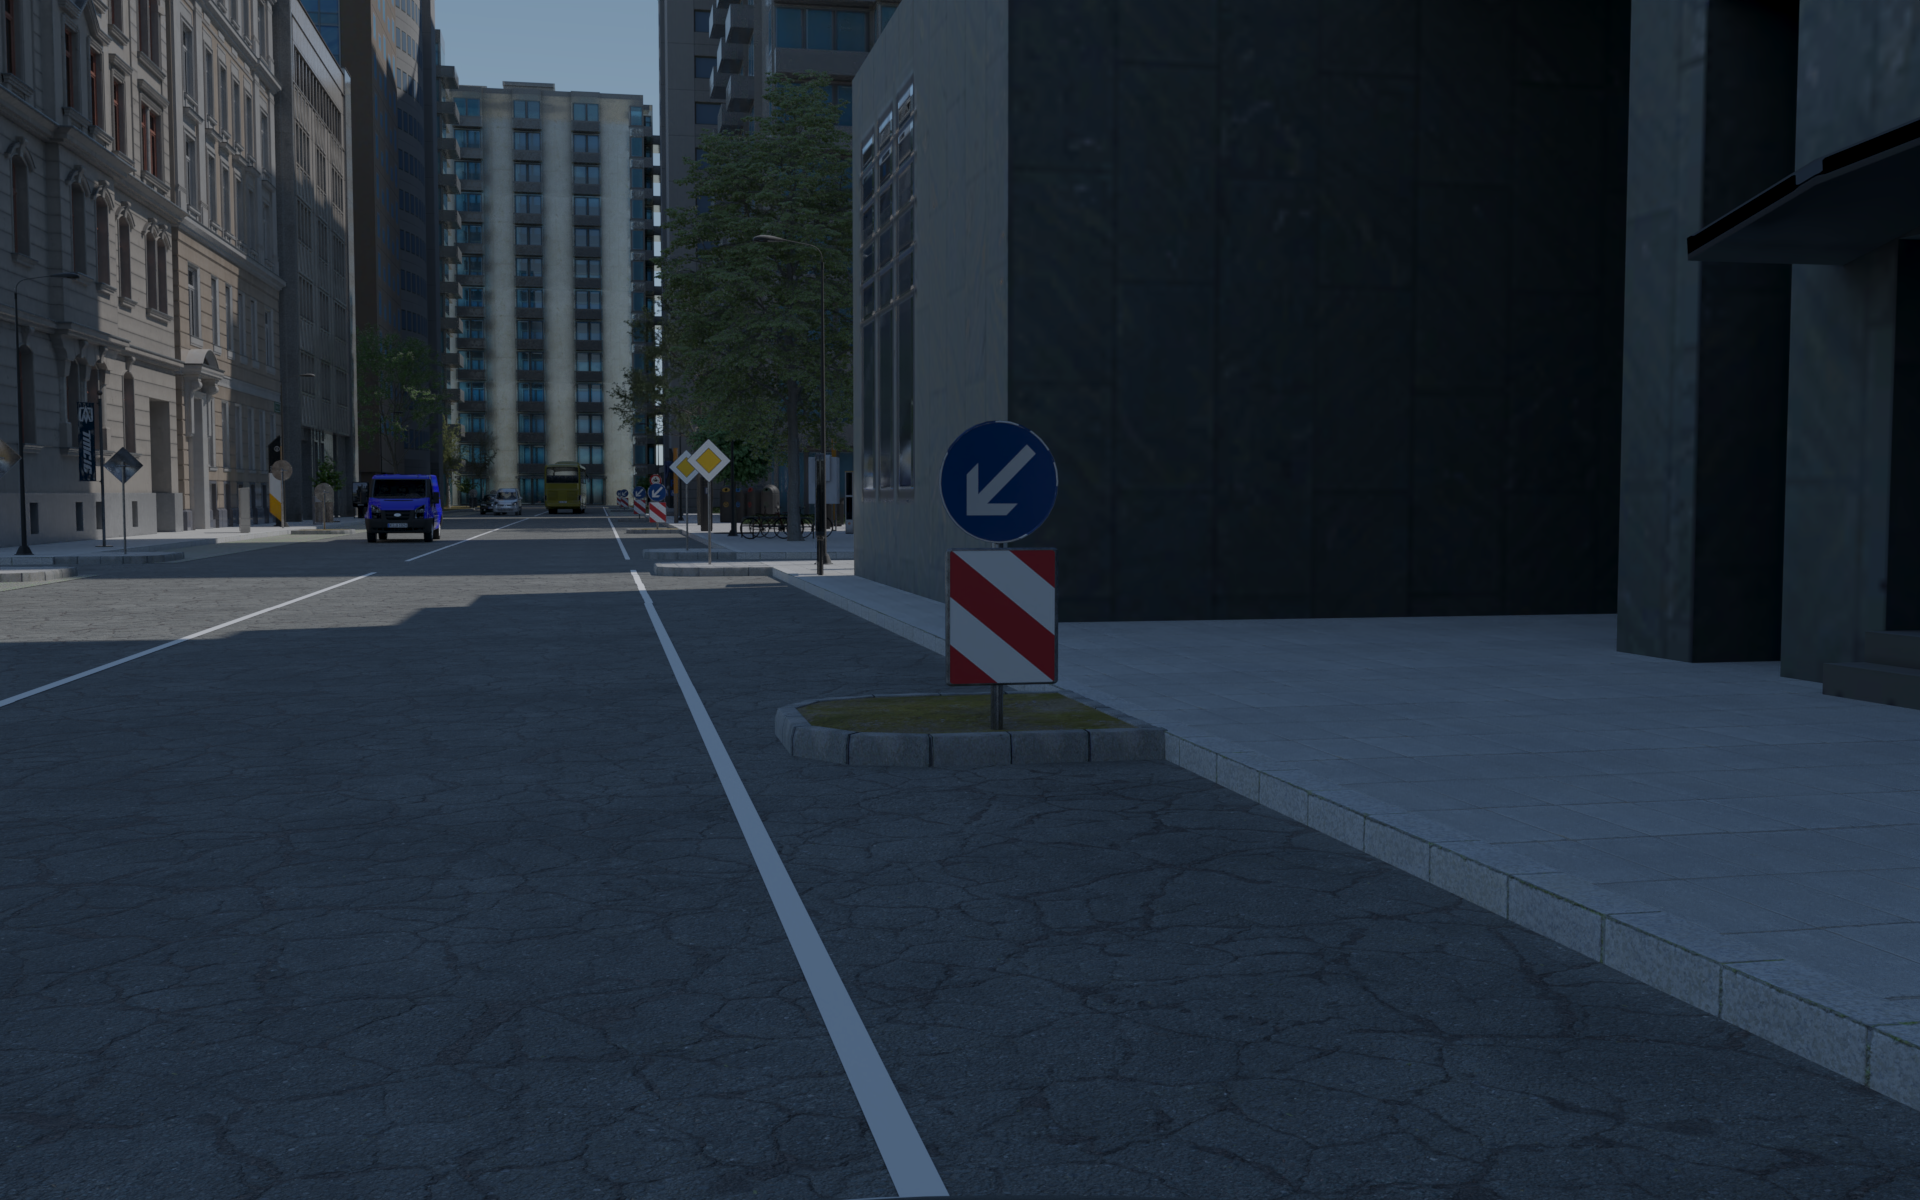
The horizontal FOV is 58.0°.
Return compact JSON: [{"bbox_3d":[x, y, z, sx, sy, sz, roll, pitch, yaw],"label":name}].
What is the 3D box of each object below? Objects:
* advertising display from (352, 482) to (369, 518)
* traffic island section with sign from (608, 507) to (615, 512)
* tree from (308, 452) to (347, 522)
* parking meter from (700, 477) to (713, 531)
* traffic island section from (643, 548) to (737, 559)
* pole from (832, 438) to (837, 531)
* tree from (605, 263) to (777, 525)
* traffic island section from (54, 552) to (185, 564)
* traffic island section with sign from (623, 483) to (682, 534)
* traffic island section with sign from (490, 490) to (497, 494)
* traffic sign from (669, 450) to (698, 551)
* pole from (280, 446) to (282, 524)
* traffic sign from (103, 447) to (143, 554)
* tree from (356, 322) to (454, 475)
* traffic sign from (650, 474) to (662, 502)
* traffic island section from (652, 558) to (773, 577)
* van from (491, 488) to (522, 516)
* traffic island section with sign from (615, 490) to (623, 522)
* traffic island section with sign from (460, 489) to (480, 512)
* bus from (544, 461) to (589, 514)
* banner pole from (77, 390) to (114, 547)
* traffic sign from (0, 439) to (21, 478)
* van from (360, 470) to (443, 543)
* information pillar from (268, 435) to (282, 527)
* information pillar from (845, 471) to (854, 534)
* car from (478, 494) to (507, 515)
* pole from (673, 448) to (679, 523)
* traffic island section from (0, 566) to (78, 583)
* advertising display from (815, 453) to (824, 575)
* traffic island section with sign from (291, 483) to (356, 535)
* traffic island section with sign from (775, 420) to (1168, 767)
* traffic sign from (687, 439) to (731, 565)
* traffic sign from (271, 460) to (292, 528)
[{"bbox_3d":[-31.496,-5.250,91.053,0.974,1.923,0.123,1,4,17],"label":"advertising display"},{"bbox_3d":[-27.035,-7.970,138.940,1.989,1.847,2.006,-1,4,-12],"label":"traffic island section with sign"},{"bbox_3d":[-28.875,-5.146,78.744,1.663,3.219,1.824,0,3,0],"label":"tree"},{"bbox_3d":[-8.705,-3.292,59.538,0.399,1.863,0.255,-2,4,-32],"label":"parking meter"},{"bbox_3d":[-6.171,-1.043,39.338,2.009,0.180,2.903,-1,4,-12],"label":"traffic island section"},{"bbox_3d":[-4.351,-4.039,59.878,0.158,3.312,0.155,0,3,0],"label":"pole"},{"bbox_3d":[-10.966,-8.340,70.777,7.601,10.594,8.767,-3,4,-37],"label":"tree"},{"bbox_3d":[-17.811,-0.895,36.914,2.009,0.180,2.903,-1,4,-12],"label":"traffic island section"},{"bbox_3d":[-11.214,-3.351,63.417,1.989,1.847,2.006,-1,4,-12],"label":"traffic island section with sign"},{"bbox_3d":[-44.152,-9.516,164.212,1.989,1.847,2.006,-1,4,-12],"label":"traffic island section with sign"},{"bbox_3d":[-6.192,-2.178,39.256,0.795,2.450,0.064,-1,4,-12],"label":"traffic sign"},{"bbox_3d":[-28.767,-4.865,73.385,0.158,3.312,0.155,0,3,0],"label":"pole"},{"bbox_3d":[-17.790,-2.031,36.857,0.795,2.450,0.064,-1,4,-12],"label":"traffic sign"},{"bbox_3d":[-34.487,-10.995,105.517,9.928,11.665,9.643,0,3,0],"label":"tree"},{"bbox_3d":[-19.636,-6.830,111.775,0.768,2.556,0.104,0,4,-8],"label":"traffic sign"},{"bbox_3d":[-4.534,-0.565,31.522,2.009,0.180,2.903,-1,4,-12],"label":"traffic island section"},{"bbox_3d":[-30.441,-6.697,116.501,2.013,2.044,4.112,-1,4,-11],"label":"van"},{"bbox_3d":[-16.745,-4.965,89.801,1.989,1.847,2.006,-1,4,-12],"label":"traffic island section with sign"},{"bbox_3d":[-38.457,-7.854,137.047,1.989,1.847,2.006,-1,4,-12],"label":"traffic island section with sign"},{"bbox_3d":[-29.247,-8.393,128.774,2.896,3.916,12.252,-1,4,-10],"label":"bus"},{"bbox_3d":[-20.845,-3.159,41.667,0.401,3.779,0.863,2,4,26],"label":"banner pole"},{"bbox_3d":[-16.153,-1.553,29.041,0.795,2.450,0.064,-1,4,-12],"label":"traffic sign"},{"bbox_3d":[-17.001,-2.974,53.015,2.240,2.365,5.245,-1,4,-13],"label":"van"},{"bbox_3d":[-27.047,-4.714,68.432,0.183,3.616,0.504,3,5,40],"label":"information pillar"},{"bbox_3d":[-3.496,-3.133,55.713,0.304,2.012,0.304,2,4,24],"label":"information pillar"},{"bbox_3d":[-32.731,-6.835,121.531,2.009,1.686,4.222,-1,4,-13],"label":"car"},{"bbox_3d":[-12.561,-5.061,76.594,0.158,3.312,0.155,0,3,0],"label":"pole"},{"bbox_3d":[-16.174,-0.417,29.098,2.009,0.180,2.903,-1,4,-12],"label":"traffic island section"},{"bbox_3d":[-2.244,-1.375,27.702,0.123,1.923,0.974,0,4,-6],"label":"advertising display"},{"bbox_3d":[-22.711,-3.255,61.852,1.989,1.847,2.006,-1,4,-12],"label":"traffic island section with sign"},{"bbox_3d":[-0.045,-0.089,10.083,1.989,1.847,2.006,-1,4,-12],"label":"traffic island section with sign"},{"bbox_3d":[-4.555,-1.700,31.440,0.795,2.450,0.064,-1,4,-12],"label":"traffic sign"},{"bbox_3d":[-25.403,-3.963,64.904,0.768,2.556,0.104,0,4,-4],"label":"traffic sign"}]
